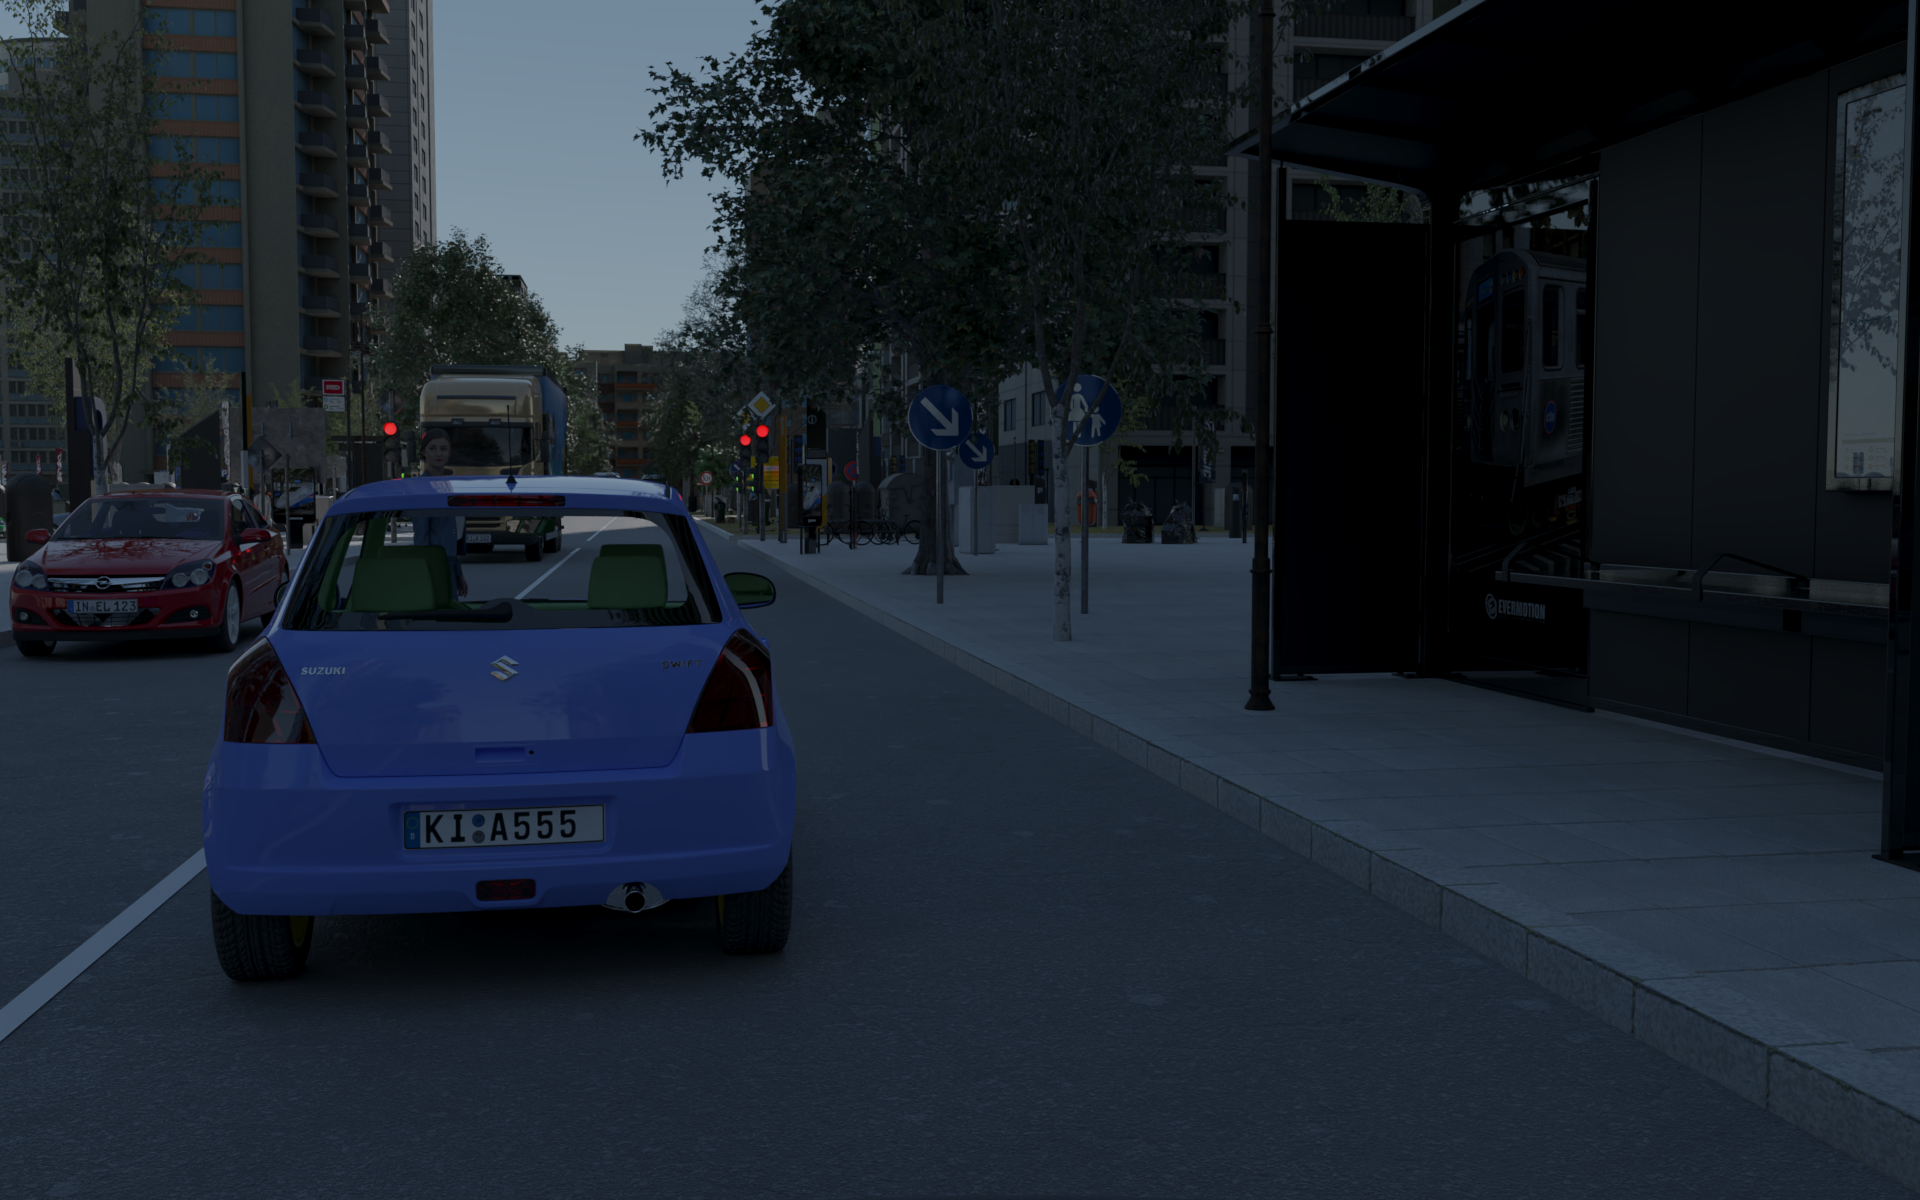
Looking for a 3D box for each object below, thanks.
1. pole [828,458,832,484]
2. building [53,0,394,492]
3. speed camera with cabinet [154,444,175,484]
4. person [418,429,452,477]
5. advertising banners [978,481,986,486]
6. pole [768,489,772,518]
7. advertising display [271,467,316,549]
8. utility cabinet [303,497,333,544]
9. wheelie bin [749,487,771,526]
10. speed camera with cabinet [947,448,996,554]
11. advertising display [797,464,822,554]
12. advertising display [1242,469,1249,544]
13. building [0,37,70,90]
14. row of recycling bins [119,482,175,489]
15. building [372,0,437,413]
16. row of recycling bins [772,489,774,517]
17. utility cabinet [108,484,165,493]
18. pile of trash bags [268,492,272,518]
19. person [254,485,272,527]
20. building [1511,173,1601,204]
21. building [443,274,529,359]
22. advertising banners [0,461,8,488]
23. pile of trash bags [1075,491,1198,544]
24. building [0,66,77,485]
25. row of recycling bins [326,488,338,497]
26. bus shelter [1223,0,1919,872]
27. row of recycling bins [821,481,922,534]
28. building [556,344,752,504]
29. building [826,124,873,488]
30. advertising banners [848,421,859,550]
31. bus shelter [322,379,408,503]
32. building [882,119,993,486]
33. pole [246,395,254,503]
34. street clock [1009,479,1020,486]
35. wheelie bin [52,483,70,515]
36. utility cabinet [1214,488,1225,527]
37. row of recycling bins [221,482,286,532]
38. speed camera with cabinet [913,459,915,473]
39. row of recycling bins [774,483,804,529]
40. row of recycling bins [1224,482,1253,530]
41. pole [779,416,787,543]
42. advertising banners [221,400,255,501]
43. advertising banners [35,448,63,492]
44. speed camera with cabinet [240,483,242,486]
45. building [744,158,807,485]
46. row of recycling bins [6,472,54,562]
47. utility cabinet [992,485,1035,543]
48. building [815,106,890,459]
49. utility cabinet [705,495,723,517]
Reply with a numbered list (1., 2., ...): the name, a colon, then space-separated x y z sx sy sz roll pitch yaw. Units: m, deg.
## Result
1. pole: -7.330 -6.350 97.671 0.158 3.312 0.155 0 3 0
2. building: -57.201 -29.465 136.369 22.147 44.769 28.867 -1 4 -10
3. speed camera with cabinet: -31.639 -4.596 69.475 0.660 3.252 2.038 0 4 -4
4. person: -3.197 -0.117 10.441 0.654 1.822 0.581 1 4 20
5. advertising banners: 1.670 -4.986 77.716 2.074 3.025 0.090 0 4 -4
6. pole: -10.343 -6.136 94.164 0.158 3.312 0.155 0 3 0
7. advertising display: -15.584 -2.159 40.519 0.974 1.923 0.123 -2 4 -34
8. utility cabinet: -16.637 -2.037 44.461 1.020 1.237 0.306 0 4 2
9. wheelie bin: -8.046 -3.764 69.452 0.693 1.594 0.980 2 4 32
10. speed camera with cabinet: 0.228 -2.658 37.798 0.660 3.252 2.038 -1 4 -16
11. advertising display: -3.219 -1.955 37.179 0.123 1.923 0.974 1 4 21
12. advertising display: 7.449 -2.449 45.256 0.123 1.923 0.974 1 4 12
13. building: -109.085 -41.616 222.423 28.212 58.520 21.231 -1 4 -10
14. row of recycling bins: -28.929 -3.278 60.712 3.534 1.692 1.069 1 4 14
15. building: -63.979 -44.930 172.851 20.611 71.187 20.563 -1 4 -10
16. row of recycling bins: -9.797 -5.503 97.083 1.069 1.692 3.534 -2 4 -30
17. utility cabinet: -18.051 -1.787 37.901 0.318 1.500 1.173 3 5 44
18. pile of trash bags: -36.114 -5.076 92.738 1.912 1.369 3.447 1 4 18
19. person: -19.260 -2.347 47.869 0.522 1.701 0.512 3 5 44
20. building: 45.225 -33.360 87.442 28.212 58.520 21.231 -1 4 -10
21. building: -63.899 -27.857 227.161 14.107 30.474 14.160 -1 4 -10
22. advertising banners: -50.114 -5.724 89.779 2.074 3.025 0.090 1 4 16
23. pile of trash bags: 4.612 -2.190 45.558 3.447 1.369 1.912 2 4 28
24. building: -84.809 -28.858 163.710 23.993 40.220 32.217 -1 4 -10
25. row of recycling bins: -41.304 -6.729 117.132 1.069 1.692 3.534 2 4 31
26. bus shelter: 3.175 -1.081 8.955 1.731 3.624 6.357 -1 4 -10
27. row of recycling bins: -2.720 -3.019 56.476 3.534 1.692 1.069 -2 4 -28
28. building: -44.014 -24.066 238.520 28.899 21.520 27.650 -1 4 -10
29. building: -0.995 -52.059 163.838 22.319 86.520 31.000 -1 4 -10
30. advertising banners: -2.481 -2.725 40.748 0.090 3.025 2.074 0 4 2
31. bus shelter: -21.660 -5.242 63.345 2.179 5.291 8.768 -1 4 -10
32. building: 4.352 -41.797 121.635 20.563 71.187 20.611 -1 4 -10
33. pole: -14.701 -2.566 35.799 0.158 3.312 0.155 0 3 0
34. street clock: 2.531 -4.659 80.743 0.471 2.002 0.358 -1 4 -11
35. wheelie bin: -26.694 -2.678 51.691 0.693 1.594 0.980 1 4 20
36. utility cabinet: 10.162 -3.566 66.985 0.318 1.500 1.173 2 4 28
37. row of recycling bins: -24.313 -3.167 58.890 3.534 1.692 1.069 0 4 5
38. speed camera with cabinet: -2.682 -6.277 96.957 0.660 3.252 2.038 1 4 23
39. row of recycling bins: -4.959 -3.494 64.235 3.534 1.692 1.069 1 4 20
40. row of recycling bins: 10.053 -3.395 62.622 1.069 1.692 3.534 1 4 8
41. pole: -4.596 -3.132 45.052 0.158 3.312 0.155 0 3 0
42. advertising banners: -13.347 -2.191 32.008 0.090 3.025 2.074 -3 4 -36
43. advertising banners: -34.160 -4.207 64.969 0.090 3.025 2.074 0 4 1
44. speed camera with cabinet: -47.784 -7.338 114.315 2.038 3.252 0.660 0 4 -5
45. building: -21.427 -35.714 234.036 14.200 45.320 14.600 -1 4 -10
46. row of recycling bins: -19.019 -1.558 32.578 3.534 1.692 1.069 -1 4 -20
47. utility cabinet: 1.328 -2.215 44.889 1.173 1.500 0.318 -1 4 -19
48. building: -8.820 -30.769 186.670 14.154 41.232 14.086 -1 4 -10
49. utility cabinet: -14.086 -5.379 99.106 1.020 1.237 0.306 0 4 -4
